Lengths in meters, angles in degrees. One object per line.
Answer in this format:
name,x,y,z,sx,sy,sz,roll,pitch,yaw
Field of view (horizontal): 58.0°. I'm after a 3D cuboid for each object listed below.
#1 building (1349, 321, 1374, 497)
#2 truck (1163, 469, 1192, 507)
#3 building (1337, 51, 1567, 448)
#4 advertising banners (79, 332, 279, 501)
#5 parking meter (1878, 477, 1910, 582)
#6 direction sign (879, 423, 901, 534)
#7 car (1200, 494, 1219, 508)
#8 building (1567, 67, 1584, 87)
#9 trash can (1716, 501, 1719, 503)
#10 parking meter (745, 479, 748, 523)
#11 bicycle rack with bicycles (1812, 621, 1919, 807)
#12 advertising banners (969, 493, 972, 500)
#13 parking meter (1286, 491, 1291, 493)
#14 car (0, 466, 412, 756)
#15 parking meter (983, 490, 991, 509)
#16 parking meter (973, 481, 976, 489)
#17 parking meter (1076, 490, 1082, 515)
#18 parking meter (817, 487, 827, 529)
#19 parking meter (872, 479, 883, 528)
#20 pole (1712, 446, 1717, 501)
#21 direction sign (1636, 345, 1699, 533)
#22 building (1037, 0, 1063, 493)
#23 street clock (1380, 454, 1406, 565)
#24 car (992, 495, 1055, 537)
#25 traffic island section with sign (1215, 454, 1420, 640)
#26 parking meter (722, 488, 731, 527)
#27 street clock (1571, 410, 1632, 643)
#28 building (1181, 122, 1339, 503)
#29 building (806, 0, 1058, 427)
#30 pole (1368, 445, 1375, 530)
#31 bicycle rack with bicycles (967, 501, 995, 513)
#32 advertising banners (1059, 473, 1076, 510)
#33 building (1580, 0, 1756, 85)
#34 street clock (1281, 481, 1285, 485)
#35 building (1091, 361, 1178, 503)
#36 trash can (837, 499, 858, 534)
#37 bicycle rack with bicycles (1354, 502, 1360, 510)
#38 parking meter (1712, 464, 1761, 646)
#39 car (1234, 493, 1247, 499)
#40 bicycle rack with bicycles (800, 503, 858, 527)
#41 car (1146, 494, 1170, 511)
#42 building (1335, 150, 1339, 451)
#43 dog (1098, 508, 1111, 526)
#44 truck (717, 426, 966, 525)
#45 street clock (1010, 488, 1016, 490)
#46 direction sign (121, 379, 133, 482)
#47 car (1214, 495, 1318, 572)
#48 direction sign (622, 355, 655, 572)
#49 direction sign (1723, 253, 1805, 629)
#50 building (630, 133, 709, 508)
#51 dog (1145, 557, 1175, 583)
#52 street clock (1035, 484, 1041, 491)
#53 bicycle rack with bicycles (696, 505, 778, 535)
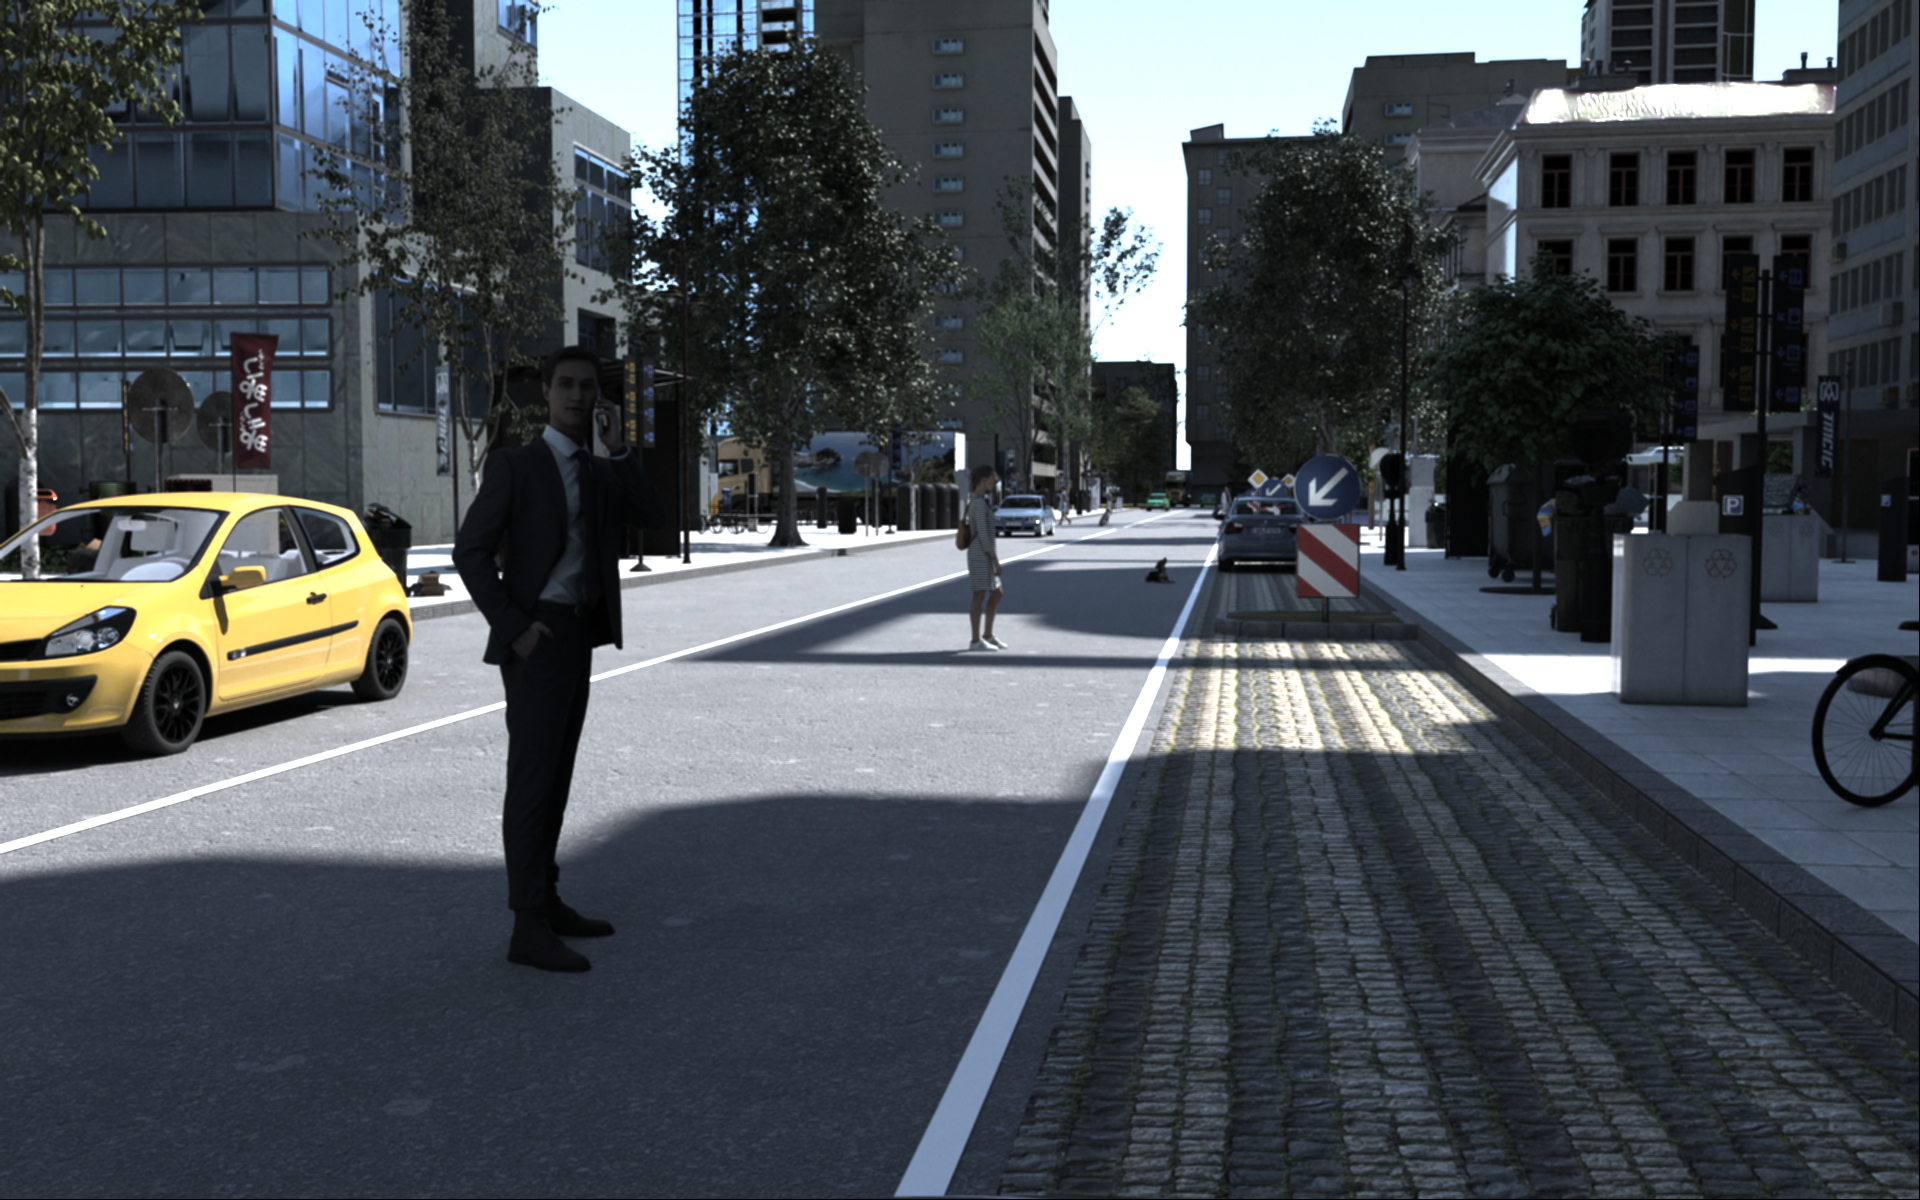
building,51.419,-19.450,163.039,27.650,21.520,28.899,1,4,9
truck,25.051,-12.833,198.735,2.839,4.237,11.283,1,4,11
building,52.559,-34.487,187.558,21.300,48.544,21.600,1,4,9
advertising banners,-8.228,-1.358,18.387,2.074,3.025,0.090,-3,5,-43
parking meter,13.715,-1.042,25.443,0.372,1.533,0.369,0,3,0
direction sign,-2.245,-3.882,55.465,0.876,3.537,0.379,2,4,34
car,26.254,-10.618,182.407,1.959,1.807,4.718,1,4,9
building,73.318,-42.959,244.374,28.212,58.520,21.231,1,4,9
trash can,15.859,-1.455,35.436,0.748,1.137,0.748,0,3,0
parking meter,-8.206,-3.765,67.268,0.255,1.863,0.399,0,3,0
bicycle rack with bicycles,4.896,0.401,6.829,2.925,0.926,2.852,0,4,4
advertising banners,0.136,-9.326,148.675,2.074,3.025,0.090,0,4,-2
parking meter,23.776,-7.162,125.510,0.372,1.533,0.369,0,3,0
car,-4.973,-0.035,10.790,2.015,1.641,3.980,0,4,8
parking meter,1.111,-3.749,69.703,0.372,1.533,0.369,0,3,0
parking meter,0.793,-4.326,76.438,0.399,1.863,0.255,-3,5,-42
parking meter,7.306,-5.968,105.989,0.372,1.533,0.369,0,3,0
parking meter,-5.116,-3.409,64.141,0.372,1.533,0.369,0,3,0
parking meter,-3.153,-3.683,65.935,0.399,1.863,0.255,-1,4,-13
pole,32.115,-4.893,73.839,0.158,3.312,0.155,0,3,0
direction sign,10.801,-2.111,26.510,0.876,3.537,0.379,1,4,12
building,0.984,-45.612,184.011,20.563,71.187,20.611,1,4,9
street clock,7.781,-1.628,31.184,0.471,2.002,0.358,-3,4,-38
car,2.161,-2.862,58.802,2.014,1.417,4.499,1,4,11
traffic island section with sign,3.662,-0.571,17.967,1.989,1.847,2.006,1,4,9
parking meter,-9.158,-3.643,67.974,0.372,1.533,0.369,0,3,0
street clock,5.524,-0.636,14.967,0.358,2.002,0.471,-2,4,-28
building,46.398,-40.570,252.559,27.495,52.752,28.713,1,4,9
building,-2.486,-33.041,163.923,21.300,48.544,21.600,1,4,9
pole,14.725,-4.165,61.934,0.158,3.312,0.155,0,3,0
bicycle rack with bicycles,1.413,-4.738,90.847,2.925,0.926,2.852,1,4,23
advertising banners,9.059,-9.005,143.412,2.074,3.025,0.090,-2,4,-28
building,97.476,-48.963,238.799,20.611,71.187,20.563,1,4,9
street clock,17.599,-5.510,94.660,0.358,2.002,0.471,1,4,21
building,17.325,-25.235,257.635,28.899,21.520,27.650,1,4,9
trash can,-3.612,-2.684,55.541,0.748,1.137,0.748,0,3,0
bicycle rack with bicycles,31.514,-7.739,139.910,2.852,0.926,2.925,-3,5,-41
parking meter,6.575,-0.385,14.713,0.372,1.533,0.369,0,3,0
car,27.437,-9.677,167.022,1.959,1.807,4.718,1,4,9
bicycle rack with bicycles,-5.332,-3.403,69.015,2.852,0.926,2.925,0,4,-4
car,16.647,-8.362,145.509,1.959,1.807,4.718,1,4,10
building,52.014,-34.012,206.209,14.600,45.320,14.200,1,4,9
dog,6.317,-3.684,77.068,0.800,0.831,0.513,0,4,8
truck,-5.490,-5.188,73.744,11.283,4.237,2.839,1,4,11
street clock,3.811,-7.341,124.602,0.358,2.002,0.471,3,4,36
direction sign,-16.571,-2.601,34.528,0.379,3.537,0.876,-1,4,-16
car,5.825,-1.280,32.933,2.014,1.417,4.499,1,4,10
direction sign,-5.293,-2.239,28.612,0.379,3.537,0.876,1,4,23
direction sign,7.628,-1.498,16.493,0.876,3.537,0.379,-1,4,-17
building,-21.459,-55.051,212.747,31.000,86.520,22.319,1,4,9
dog,3.268,-0.487,28.160,0.550,0.427,0.748,1,4,15
street clock,5.709,-7.488,127.002,0.471,2.002,0.358,0,4,-5
bicycle rack with bicycles,-7.292,-2.590,55.736,2.852,0.926,2.925,3,5,43
